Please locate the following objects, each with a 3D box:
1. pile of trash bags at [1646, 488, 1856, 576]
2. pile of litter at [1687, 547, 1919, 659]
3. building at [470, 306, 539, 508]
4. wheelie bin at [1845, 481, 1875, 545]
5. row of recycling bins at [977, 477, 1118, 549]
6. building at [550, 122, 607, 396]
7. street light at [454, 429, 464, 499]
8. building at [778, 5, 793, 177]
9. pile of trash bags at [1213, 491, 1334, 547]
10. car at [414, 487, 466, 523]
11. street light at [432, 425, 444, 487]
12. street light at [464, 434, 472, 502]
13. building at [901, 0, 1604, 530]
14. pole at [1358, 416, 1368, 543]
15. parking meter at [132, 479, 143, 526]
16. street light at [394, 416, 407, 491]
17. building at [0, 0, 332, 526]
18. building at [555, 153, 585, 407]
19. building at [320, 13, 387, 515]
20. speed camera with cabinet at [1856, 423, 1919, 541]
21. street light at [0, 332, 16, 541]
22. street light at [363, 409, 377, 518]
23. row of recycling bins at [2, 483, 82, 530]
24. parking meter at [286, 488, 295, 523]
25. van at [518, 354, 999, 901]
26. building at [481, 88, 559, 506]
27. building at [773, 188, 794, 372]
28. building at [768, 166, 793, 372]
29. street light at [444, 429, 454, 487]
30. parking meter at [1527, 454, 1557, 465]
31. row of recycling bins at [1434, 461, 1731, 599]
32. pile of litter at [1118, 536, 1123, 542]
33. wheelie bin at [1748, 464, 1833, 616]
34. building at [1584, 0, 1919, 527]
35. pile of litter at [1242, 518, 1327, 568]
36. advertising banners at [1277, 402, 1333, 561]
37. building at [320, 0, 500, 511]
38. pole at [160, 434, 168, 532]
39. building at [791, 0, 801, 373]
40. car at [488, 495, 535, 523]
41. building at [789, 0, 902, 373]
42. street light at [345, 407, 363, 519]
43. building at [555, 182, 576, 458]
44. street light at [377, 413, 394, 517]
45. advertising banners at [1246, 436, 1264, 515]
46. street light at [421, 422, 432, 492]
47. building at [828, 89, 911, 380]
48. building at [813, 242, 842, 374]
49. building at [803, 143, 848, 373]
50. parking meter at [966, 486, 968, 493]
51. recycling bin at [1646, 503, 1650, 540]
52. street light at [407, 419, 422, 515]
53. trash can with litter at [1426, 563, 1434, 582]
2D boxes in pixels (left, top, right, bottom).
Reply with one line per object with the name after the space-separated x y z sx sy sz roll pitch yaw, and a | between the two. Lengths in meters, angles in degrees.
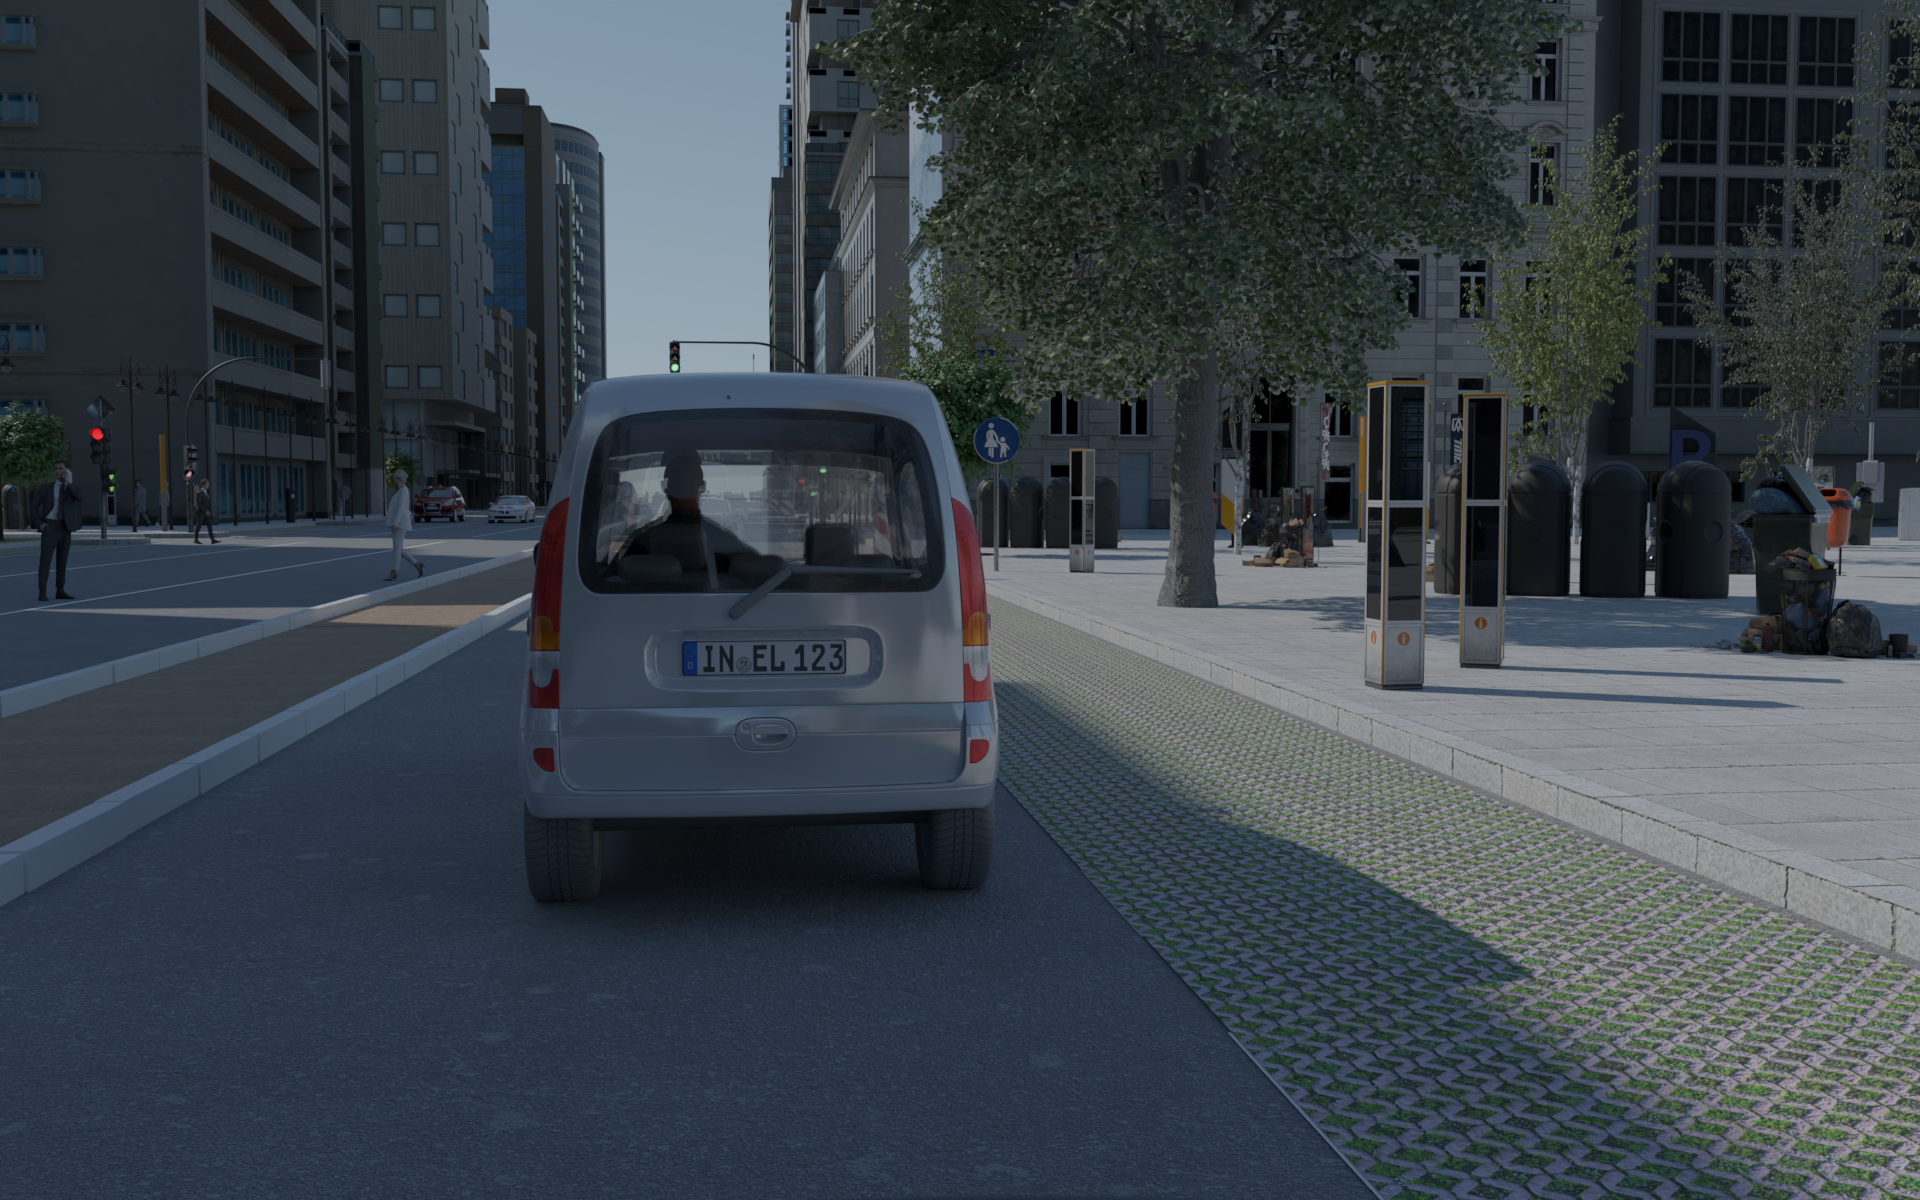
12.844 -1.127 28.185 1.912 1.369 3.447 -2 4 -33 | pile of trash bags
6.916 -0.009 14.107 1.176 0.858 1.719 -2 4 -35 | pile of litter
-57.796 -20.010 172.210 27.650 21.520 28.899 0 4 -7 | building
22.550 -2.177 43.494 0.693 1.594 0.980 1 4 11 | wheelie bin
2.065 -2.093 41.338 3.534 1.692 1.069 1 4 20 | row of recycling bins
-67.101 -44.602 271.247 21.231 58.520 28.212 0 4 -7 | building
-36.128 -9.245 123.935 0.468 5.910 1.993 0 4 -7 | street light
-19.989 -59.004 277.389 22.319 86.520 31.000 0 4 -7 | building
7.337 -2.008 42.577 3.447 1.369 1.912 -1 4 -18 | pile of trash bags
-26.583 -4.886 88.556 2.281 1.827 5.304 -1 4 -8 | car
-35.060 -8.730 115.521 0.468 5.910 1.993 0 4 -7 | street light
-36.827 -9.518 128.410 0.468 5.910 1.993 0 4 -7 | street light
10.609 -16.540 67.686 25.104 27.353 12.463 0 4 -7 | building
10.609 -3.164 45.582 0.158 3.312 0.155 0 3 0 | pole
-32.707 -3.863 68.866 0.255 1.863 0.399 0 3 0 | parking meter
-33.466 -7.952 102.808 0.468 5.910 1.993 0 4 -7 | street light
-42.333 -27.788 78.029 21.300 48.544 21.600 0 4 -7 | building
-64.642 -38.087 242.331 23.786 49.044 30.456 0 4 -7 | building
-43.514 -20.352 104.449 14.160 30.474 14.107 0 4 -7 | building
25.893 -3.269 47.788 2.038 3.252 0.660 2 4 29 | speed camera with cabinet
-26.243 -4.554 47.240 0.468 5.910 1.993 0 4 -7 | street light
-32.357 -7.434 94.333 0.468 5.910 1.993 0 4 -7 | street light
-34.048 -3.432 63.222 3.534 1.692 1.069 -3 5 -39 | row of recycling bins
-29.808 -4.201 77.098 0.372 1.533 0.369 0 3 0 | parking meter
-0.894 -0.033 7.544 2.013 2.044 4.112 0 4 -8 | van
-53.120 -33.324 194.959 14.600 45.320 14.200 0 4 -7 | building
-18.146 -33.685 234.340 14.154 41.232 14.086 0 4 -7 | building
-16.850 -38.443 252.242 21.300 48.544 21.600 0 4 -7 | building
-35.643 -8.993 119.831 0.468 5.910 1.993 0 4 -7 | street light
8.447 -1.190 25.167 0.399 1.863 0.255 3 5 42 | parking meter
7.821 -0.905 21.903 3.534 1.692 1.069 1 4 18 | row of recycling bins
3.840 -2.003 46.722 1.176 0.858 1.719 1 4 18 | pile of litter
8.734 -0.634 18.267 0.693 1.594 0.980 3 5 42 | wheelie bin
34.903 -17.060 72.441 24.014 27.812 14.314 0 4 -7 | building
5.712 -1.018 30.603 1.176 0.858 1.719 -1 4 -21 | pile of litter
6.537 -2.230 32.647 0.090 3.025 2.074 3 5 40 | advertising banners
-53.912 -33.881 143.198 28.713 52.752 27.495 0 4 -7 | building
-27.210 -3.995 59.167 0.158 3.312 0.155 0 3 0 | pole
-8.262 -39.958 195.310 21.231 58.520 28.212 0 4 -7 | building
-22.414 -4.546 86.684 2.083 1.381 4.827 0 4 -6 | car
-1.521 -35.369 167.527 28.713 52.752 27.495 0 4 -7 | building
-31.775 -7.193 90.390 0.468 5.910 1.993 0 4 -7 | street light
-56.942 -32.874 221.088 14.154 41.232 14.086 0 4 -7 | building
-32.911 -7.711 98.861 0.468 5.910 1.993 0 4 -7 | street light
8.843 -3.418 52.073 0.090 3.025 2.074 2 4 24 | advertising banners
-34.597 -8.477 111.380 0.468 5.910 1.993 0 4 -7 | street light
0.990 -16.545 103.793 16.112 22.955 30.059 0 4 -7 | building
-5.120 -16.652 127.009 10.420 20.320 16.860 0 4 -7 | building
-6.241 -22.902 146.155 14.160 30.474 14.107 0 4 -7 | building
0.056 -2.683 52.285 0.372 1.533 0.369 0 3 0 | parking meter
18.812 -2.202 48.562 0.722 1.027 0.722 -1 4 -17 | recycling bin
-34.036 -8.235 107.434 0.468 5.910 1.993 0 4 -7 | street light
7.057 -0.831 24.982 0.624 1.170 1.055 -2 4 -26 | trash can with litter
